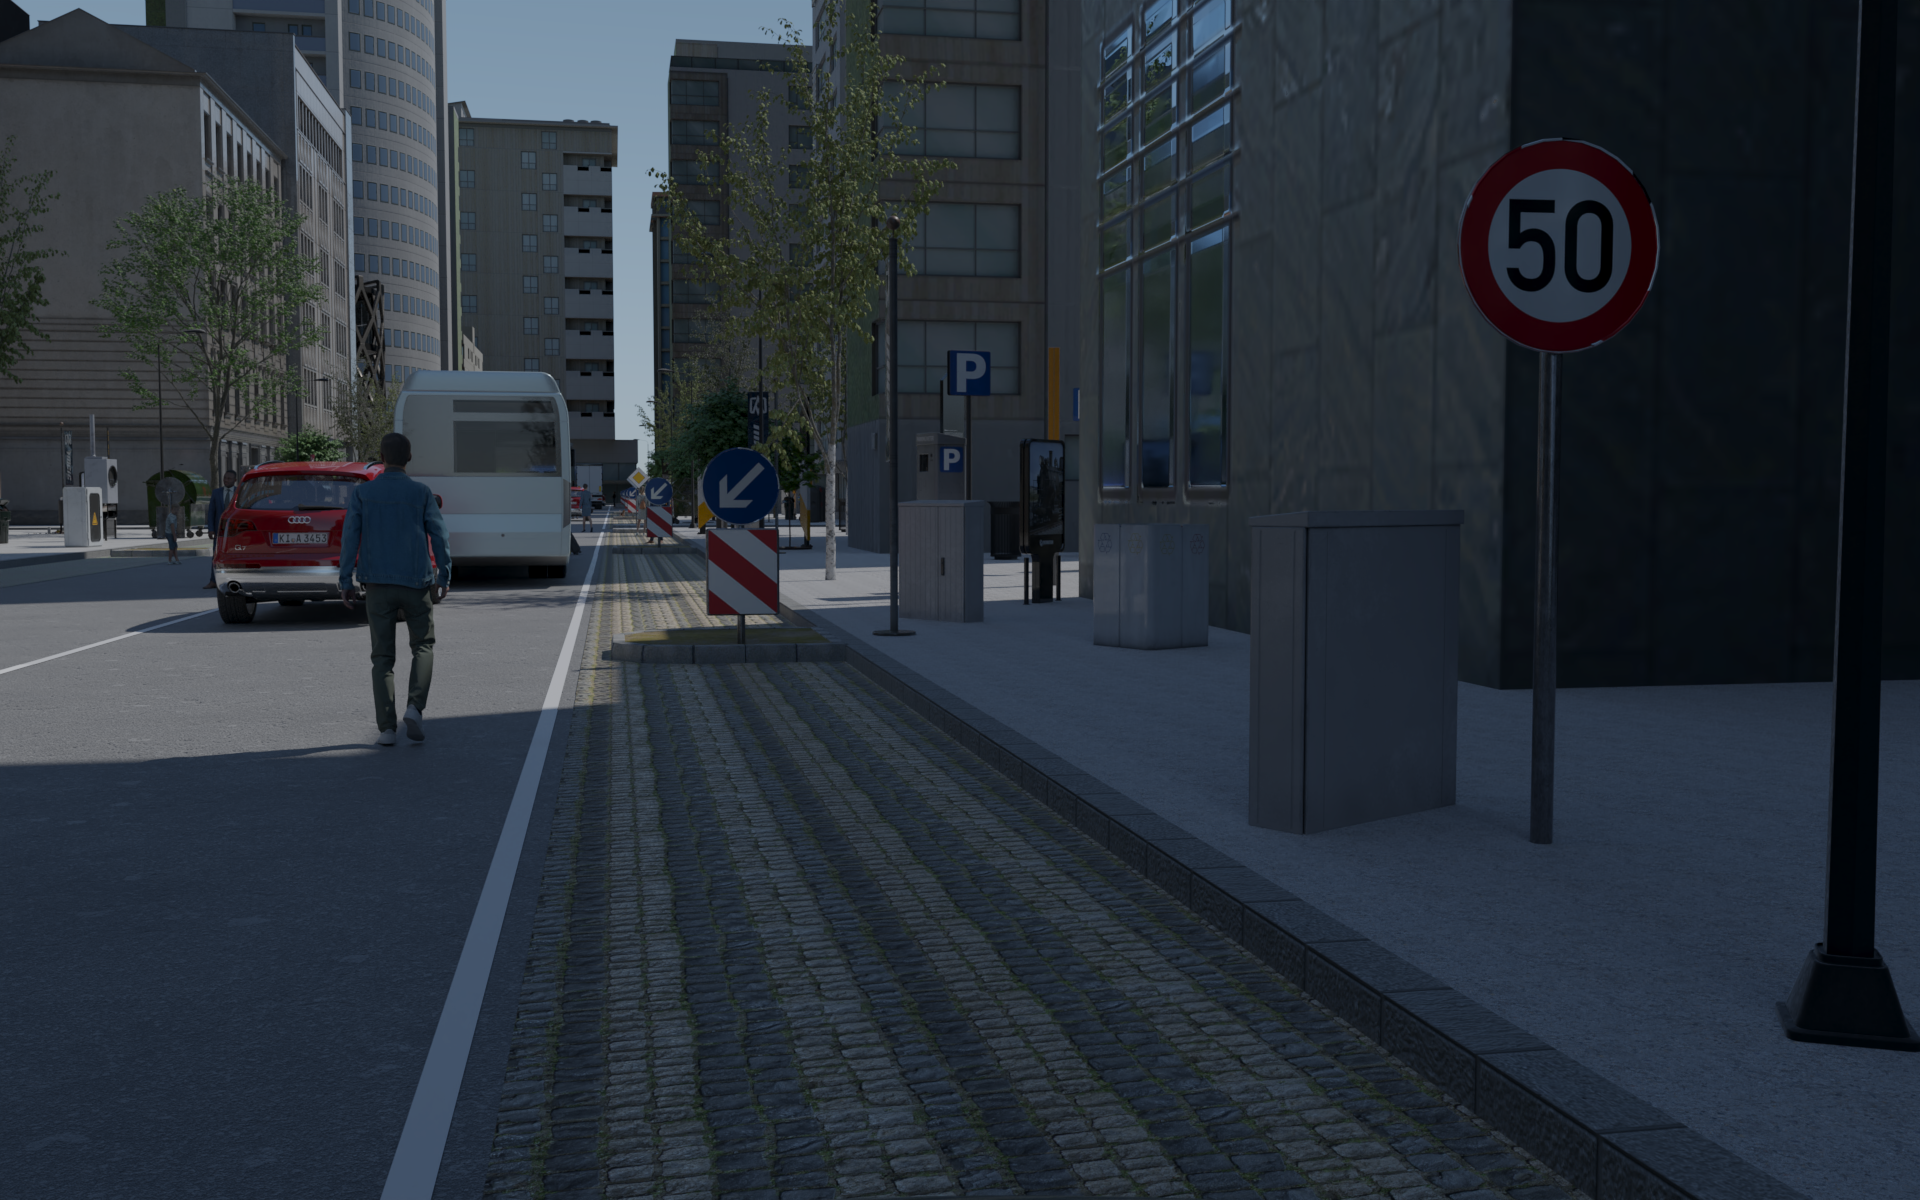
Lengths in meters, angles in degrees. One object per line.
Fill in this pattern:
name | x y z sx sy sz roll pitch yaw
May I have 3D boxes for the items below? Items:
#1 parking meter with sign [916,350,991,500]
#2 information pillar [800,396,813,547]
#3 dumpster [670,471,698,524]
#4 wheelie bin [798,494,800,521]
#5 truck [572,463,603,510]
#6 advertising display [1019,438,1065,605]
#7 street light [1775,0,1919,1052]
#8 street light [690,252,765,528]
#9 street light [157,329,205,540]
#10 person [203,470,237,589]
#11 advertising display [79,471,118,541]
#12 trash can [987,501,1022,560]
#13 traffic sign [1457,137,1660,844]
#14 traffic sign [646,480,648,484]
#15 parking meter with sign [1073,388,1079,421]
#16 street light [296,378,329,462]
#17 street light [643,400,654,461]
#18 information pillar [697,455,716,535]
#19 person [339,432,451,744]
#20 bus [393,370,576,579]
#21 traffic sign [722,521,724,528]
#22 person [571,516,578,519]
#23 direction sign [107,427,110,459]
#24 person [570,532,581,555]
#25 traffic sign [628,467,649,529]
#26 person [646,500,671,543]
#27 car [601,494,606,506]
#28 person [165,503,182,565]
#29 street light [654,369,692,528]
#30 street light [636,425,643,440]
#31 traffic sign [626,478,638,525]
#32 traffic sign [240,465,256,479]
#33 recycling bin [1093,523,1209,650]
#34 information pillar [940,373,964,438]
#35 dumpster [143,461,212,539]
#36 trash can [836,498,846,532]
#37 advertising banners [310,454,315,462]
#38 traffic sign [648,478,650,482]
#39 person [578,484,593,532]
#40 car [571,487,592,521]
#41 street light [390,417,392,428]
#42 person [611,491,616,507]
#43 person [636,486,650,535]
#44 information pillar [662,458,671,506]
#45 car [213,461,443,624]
parking meter with sign | -0.223 -1.566 21.871 0.543 3.016 1.738 -2 4 -24
information pillar | -3.738 -3.087 41.822 0.183 3.616 0.504 -2 4 -26
dumpster | -11.764 -4.393 74.317 1.502 2.255 1.985 -1 4 -11
wheelie bin | -7.222 -4.550 82.295 0.693 1.594 0.980 3 5 44
truck | -35.132 -10.689 163.675 2.839 4.237 11.283 -1 4 -13
advertising display | 0.975 -0.929 20.409 0.123 1.923 0.974 2 4 29
street light | 1.590 -1.916 3.870 1.470 5.913 1.316 -1 4 -11
street light | -4.399 -3.732 33.556 1.470 5.913 1.316 -1 4 -11
street light | -21.949 -4.666 48.836 1.470 5.913 1.316 -1 4 -11
person | -11.167 -1.082 26.378 0.721 1.800 0.419 -2 4 -23
advertising display | -24.744 -2.724 49.753 0.974 1.923 0.123 -3 5 -42
trash can | 0.898 -1.359 33.868 0.748 1.137 0.748 0 3 0
traffic sign | 2.142 -0.379 6.303 0.768 2.556 0.104 0 4 -8
traffic sign | -24.424 -8.368 136.927 0.768 2.556 0.104 0 4 -7
parking meter with sign | 2.471 -2.011 29.138 0.543 3.016 1.738 2 4 25
street light | -26.032 -5.934 69.557 1.470 5.913 1.316 -1 4 -11
street light | -14.860 -6.943 86.058 1.470 5.913 1.316 -1 4 -11
information pillar | -8.095 -3.889 54.947 0.504 3.616 0.183 -1 4 -18
person | -3.217 -0.064 9.888 0.601 1.785 0.444 -1 4 -14
bus | -8.635 -2.295 32.377 2.948 3.499 13.247 -1 4 -13
traffic sign | -7.360 -3.278 53.705 0.768 2.556 0.104 0 4 -3
person | -22.168 -5.574 99.842 0.606 1.804 0.583 -3 5 -40
direction sign | -28.886 -4.087 58.818 0.379 3.537 0.876 -2 4 -23
person | -9.636 -1.946 40.528 1.509 1.804 0.699 -2 4 -23
traffic sign | -11.933 -3.715 64.385 0.795 2.450 0.064 -1 4 -11
person | -8.718 -2.529 50.039 0.721 1.800 0.419 0 4 6
car | -43.089 -12.024 205.259 2.281 1.827 5.304 -1 4 -10
person | -15.996 -1.348 35.224 0.352 1.250 0.332 1 4 11
street light | -10.518 -5.623 64.479 1.470 5.913 1.316 -1 4 -11
street light | -20.805 -8.784 116.160 1.470 5.913 1.316 -1 4 -11
traffic sign | -13.499 -4.194 72.215 0.795 2.450 0.064 -1 4 -11
traffic sign | -25.259 -3.639 61.628 0.606 2.300 0.079 -1 4 -11
recycling bin | 1.616 -0.128 14.653 0.722 1.027 0.722 -3 4 -38
information pillar | -0.124 -2.341 29.632 0.504 3.616 0.183 -3 5 -41
dumpster | -22.919 -2.949 50.709 1.502 2.255 1.985 -1 4 -11
trash can | -3.785 -2.857 58.359 0.748 1.137 0.748 0 3 0
advertising banners | -28.303 -4.817 74.944 0.090 3.025 2.074 0 4 2
traffic sign | -22.269 -7.681 125.689 0.768 2.556 0.104 0 4 -2
person | -13.963 -3.436 64.695 0.581 1.822 0.654 -2 4 -34
car | -20.959 -5.172 93.232 2.281 1.827 5.304 -1 4 -13
street light | -32.046 -7.757 99.365 1.470 5.913 1.316 -1 4 -11
person | -38.418 -11.175 192.029 0.721 1.723 1.217 1 4 12
person | -10.935 -3.071 59.716 0.512 1.701 0.522 -1 4 -11
information pillar | -16.511 -6.489 97.448 0.504 3.616 0.183 1 4 10
car | -7.469 -0.744 20.833 2.281 1.827 5.304 -1 4 -11
